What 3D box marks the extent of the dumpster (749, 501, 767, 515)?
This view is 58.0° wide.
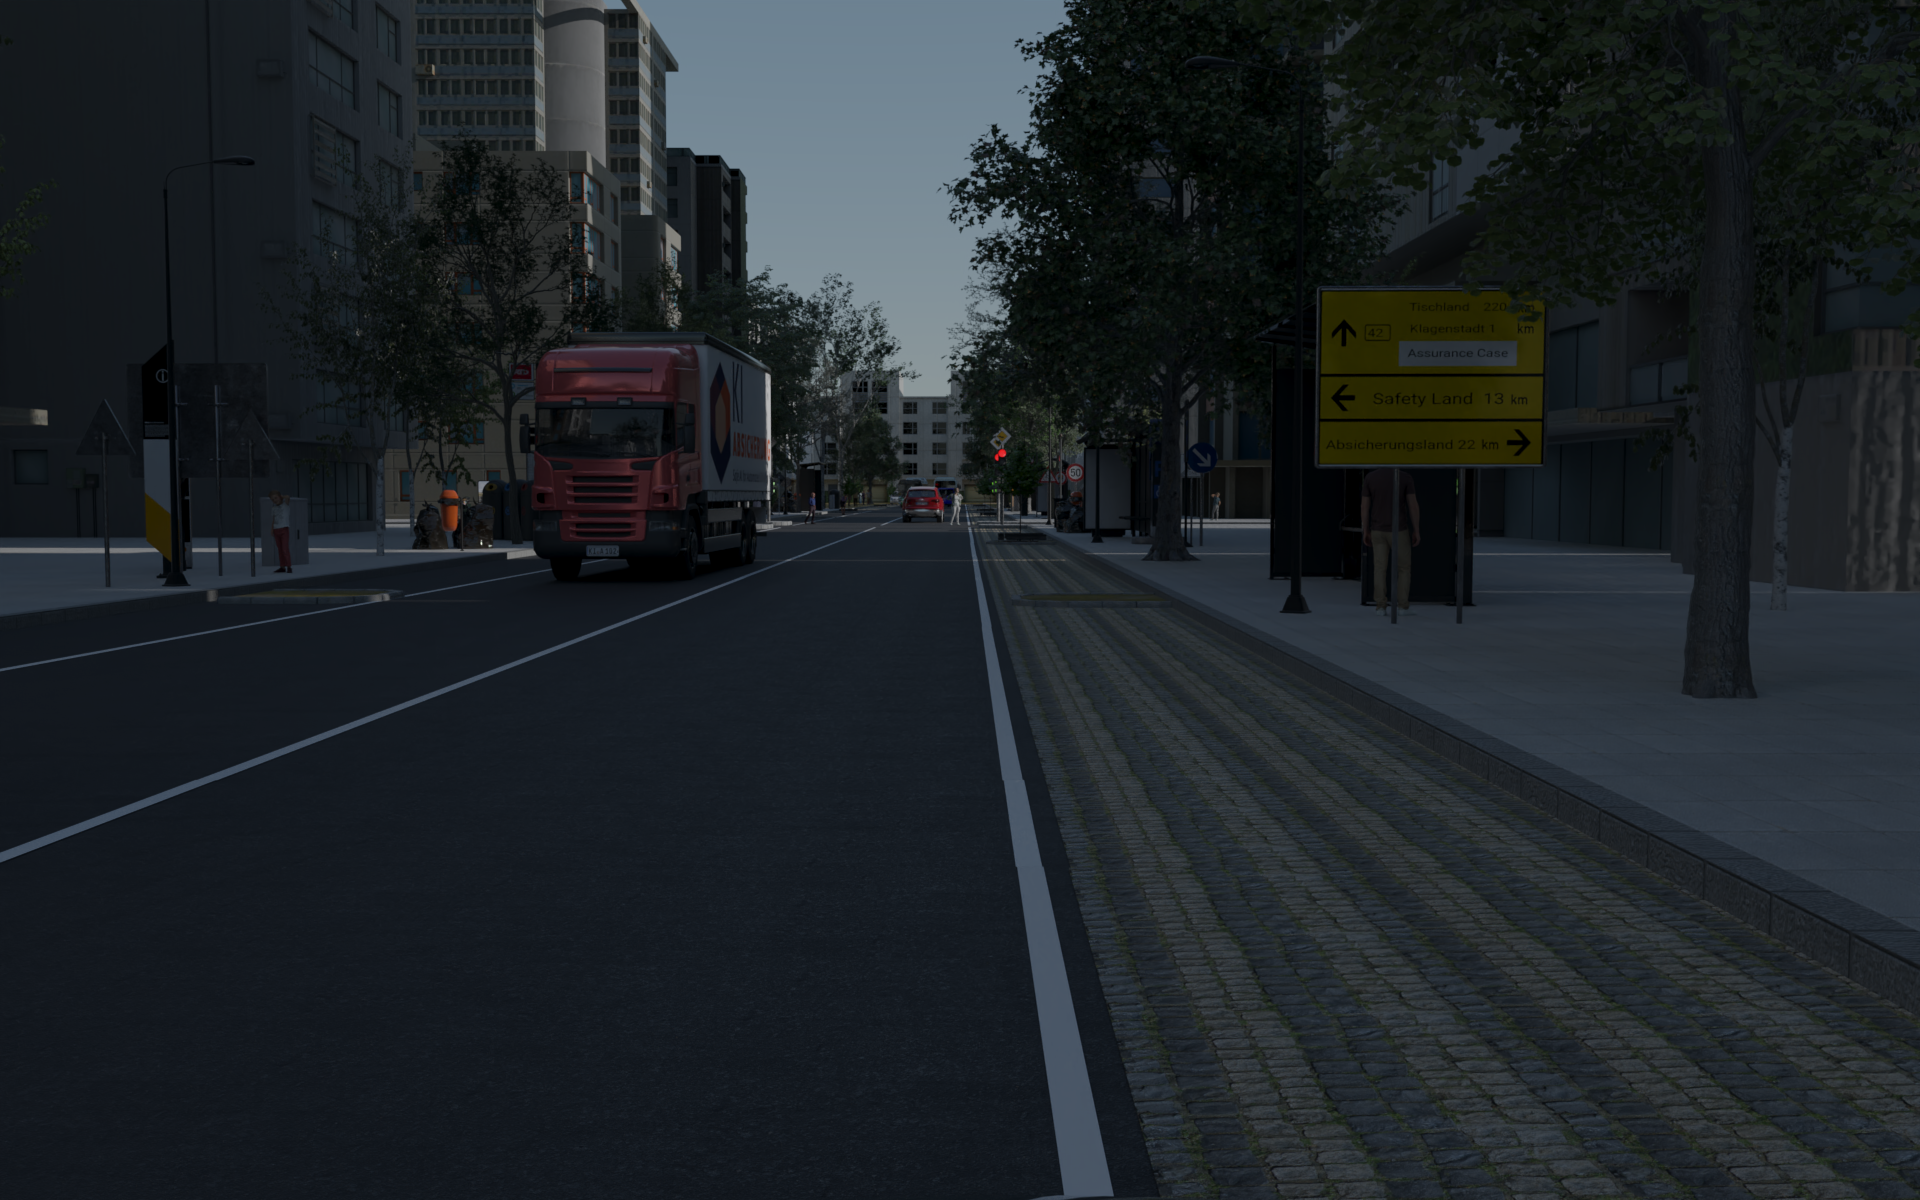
[{"bbox_3d":[-12.524,-6.419,107.447,1.502,2.255,1.985,0,3,0],"label":"dumpster"}]

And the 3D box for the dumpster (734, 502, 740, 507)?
[{"bbox_3d":[-11.316,-4.791,84.098,1.264,1.857,1.865,0,3,0],"label":"dumpster"}]

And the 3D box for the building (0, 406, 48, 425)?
[{"bbox_3d":[-33.420,-26.528,22.978,28.713,52.752,27.495,0,3,0],"label":"building"}]

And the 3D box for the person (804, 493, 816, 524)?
[{"bbox_3d":[-7.057,-4.364,82.552,0.574,1.496,0.600,-2,4,-35],"label":"person"}]

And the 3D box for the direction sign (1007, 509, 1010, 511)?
[{"bbox_3d":[3.774,-8.645,133.346,0.379,3.537,0.876,1,4,18],"label":"direction sign"}]

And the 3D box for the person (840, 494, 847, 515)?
[{"bbox_3d":[-7.938,-6.536,118.594,0.421,1.427,0.697,-2,4,-31],"label":"person"}]

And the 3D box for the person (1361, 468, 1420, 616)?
[{"bbox_3d":[4.562,-0.742,18.308,0.598,1.807,0.434,2,4,33],"label":"person"}]

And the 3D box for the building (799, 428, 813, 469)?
[{"bbox_3d":[-32.899,-16.999,220.085,28.070,9.664,9.099,0,3,0],"label":"building"}]

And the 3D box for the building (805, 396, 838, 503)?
[{"bbox_3d":[-32.811,-23.790,255.423,31.486,18.905,16.747,0,3,0],"label":"building"}]

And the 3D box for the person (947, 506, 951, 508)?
[{"bbox_3d":[-1.199,-10.790,184.848,1.348,1.831,0.705,3,4,38],"label":"person"}]

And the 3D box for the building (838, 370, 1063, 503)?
[{"bbox_3d":[-1.324,-23.819,255.903,31.486,18.905,16.747,0,3,0],"label":"building"}]

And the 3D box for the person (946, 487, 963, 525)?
[{"bbox_3d":[-0.207,-4.303,79.583,0.841,1.734,0.376,-1,4,-21],"label":"person"}]

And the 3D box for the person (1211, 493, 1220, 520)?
[{"bbox_3d":[12.406,-4.546,84.274,0.435,1.345,0.340,-2,4,-35],"label":"person"}]

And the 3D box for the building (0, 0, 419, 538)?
[{"bbox_3d":[-26.178,-22.808,56.498,14.086,41.232,14.154,0,3,0],"label":"building"}]

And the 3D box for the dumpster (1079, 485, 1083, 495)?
[{"bbox_3d":[5.333,-3.793,67.776,1.264,1.857,1.865,0,3,0],"label":"dumpster"}]

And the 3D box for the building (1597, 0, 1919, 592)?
[{"bbox_3d":[18.648,-21.082,28.289,14.154,41.232,14.086,0,3,0],"label":"building"}]

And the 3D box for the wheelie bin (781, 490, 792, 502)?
[{"bbox_3d":[-13.111,-7.550,131.343,0.693,1.594,0.980,1,4,19],"label":"wheelie bin"}]

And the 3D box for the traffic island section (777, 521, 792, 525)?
[{"bbox_3d":[-8.906,-3.560,80.479,2.009,0.180,2.903,0,3,0],"label":"traffic island section"}]

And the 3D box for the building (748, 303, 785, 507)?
[{"bbox_3d":[-27.288,-18.658,171.508,16.747,18.905,31.486,0,3,0],"label":"building"}]

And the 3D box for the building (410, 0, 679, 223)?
[{"bbox_3d":[-34.880,-26.674,128.001,32.217,40.220,23.993,0,3,0],"label":"building"}]

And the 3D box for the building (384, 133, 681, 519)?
[{"bbox_3d":[-32.551,-15.715,101.975,27.650,21.520,28.899,0,3,0],"label":"building"}]

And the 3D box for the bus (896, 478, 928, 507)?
[{"bbox_3d":[-5.198,-12.061,192.061,2.948,3.499,13.247,0,4,2],"label":"bus"}]

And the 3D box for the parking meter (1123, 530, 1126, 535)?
[{"bbox_3d":[4.963,-2.945,53.859,0.255,1.863,0.399,-2,4,-23],"label":"parking meter"}]

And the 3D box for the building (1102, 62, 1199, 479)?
[{"bbox_3d":[21.039,-36.531,139.279,21.231,58.520,28.212,0,3,0],"label":"building"}]

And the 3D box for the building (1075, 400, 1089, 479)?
[{"bbox_3d":[20.561,-20.163,186.086,16.016,20.091,11.380,0,3,0],"label":"building"}]

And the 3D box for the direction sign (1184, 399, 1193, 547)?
[{"bbox_3d":[5.460,-3.047,41.814,0.379,3.537,0.876,0,4,2],"label":"direction sign"}]

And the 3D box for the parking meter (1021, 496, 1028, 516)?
[{"bbox_3d":[3.806,-5.855,101.440,0.399,1.863,0.255,0,4,-7],"label":"parking meter"}]

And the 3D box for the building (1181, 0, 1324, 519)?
[{"bbox_3d":[26.448,-27.090,97.542,28.867,44.769,22.147,0,3,0],"label":"building"}]

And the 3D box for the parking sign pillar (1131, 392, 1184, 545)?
[{"bbox_3d":[5.130,-3.426,44.492,1.447,3.967,1.447,0,4,4],"label":"parking sign pillar"}]

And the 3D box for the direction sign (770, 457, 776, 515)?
[{"bbox_3d":[-11.469,-6.922,105.165,0.876,3.537,0.379,3,5,45],"label":"direction sign"}]

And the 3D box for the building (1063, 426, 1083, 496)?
[{"bbox_3d":[31.036,-23.786,255.357,31.486,18.905,16.747,0,3,0],"label":"building"}]

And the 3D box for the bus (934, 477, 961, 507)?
[{"bbox_3d":[-1.478,-12.367,197.066,2.948,3.499,13.247,0,4,1],"label":"bus"}]

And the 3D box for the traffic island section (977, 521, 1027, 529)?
[{"bbox_3d":[1.778,-3.069,72.466,2.009,0.180,2.903,0,3,0],"label":"traffic island section"}]

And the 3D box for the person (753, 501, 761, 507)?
[{"bbox_3d":[-12.265,-5.971,104.341,0.621,1.740,0.551,1,4,16],"label":"person"}]

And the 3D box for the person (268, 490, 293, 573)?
[{"bbox_3d":[-11.049,-1.117,28.211,0.435,1.345,0.340,0,4,7],"label":"person"}]

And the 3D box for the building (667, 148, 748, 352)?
[{"bbox_3d":[-25.870,-22.972,147.293,14.160,30.474,14.107,0,3,0],"label":"building"}]

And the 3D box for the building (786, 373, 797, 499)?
[{"bbox_3d":[-27.050,-21.272,204.221,16.016,20.091,11.380,0,3,0],"label":"building"}]

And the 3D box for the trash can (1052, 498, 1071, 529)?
[{"bbox_3d":[3.709,-3.125,62.743,0.748,1.137,0.748,0,3,0],"label":"trash can"}]

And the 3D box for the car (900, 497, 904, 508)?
[{"bbox_3d":[-5.264,-10.544,181.186,1.959,1.807,4.718,0,4,-1],"label":"car"}]

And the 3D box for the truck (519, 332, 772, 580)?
[{"bbox_3d":[-5.513,-2.655,32.324,2.839,4.237,11.283,0,4,2],"label":"truck"}]

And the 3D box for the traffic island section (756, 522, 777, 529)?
[{"bbox_3d":[-8.924,-3.071,72.494,2.009,0.180,2.903,0,3,0],"label":"traffic island section"}]

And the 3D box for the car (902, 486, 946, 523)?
[{"bbox_3d":[-1.846,-4.868,88.261,2.281,1.827,5.304,0,4,1],"label":"car"}]

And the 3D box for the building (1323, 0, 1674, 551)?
[{"bbox_3d":[26.536,-28.129,49.154,28.713,52.752,27.495,0,3,0],"label":"building"}]
